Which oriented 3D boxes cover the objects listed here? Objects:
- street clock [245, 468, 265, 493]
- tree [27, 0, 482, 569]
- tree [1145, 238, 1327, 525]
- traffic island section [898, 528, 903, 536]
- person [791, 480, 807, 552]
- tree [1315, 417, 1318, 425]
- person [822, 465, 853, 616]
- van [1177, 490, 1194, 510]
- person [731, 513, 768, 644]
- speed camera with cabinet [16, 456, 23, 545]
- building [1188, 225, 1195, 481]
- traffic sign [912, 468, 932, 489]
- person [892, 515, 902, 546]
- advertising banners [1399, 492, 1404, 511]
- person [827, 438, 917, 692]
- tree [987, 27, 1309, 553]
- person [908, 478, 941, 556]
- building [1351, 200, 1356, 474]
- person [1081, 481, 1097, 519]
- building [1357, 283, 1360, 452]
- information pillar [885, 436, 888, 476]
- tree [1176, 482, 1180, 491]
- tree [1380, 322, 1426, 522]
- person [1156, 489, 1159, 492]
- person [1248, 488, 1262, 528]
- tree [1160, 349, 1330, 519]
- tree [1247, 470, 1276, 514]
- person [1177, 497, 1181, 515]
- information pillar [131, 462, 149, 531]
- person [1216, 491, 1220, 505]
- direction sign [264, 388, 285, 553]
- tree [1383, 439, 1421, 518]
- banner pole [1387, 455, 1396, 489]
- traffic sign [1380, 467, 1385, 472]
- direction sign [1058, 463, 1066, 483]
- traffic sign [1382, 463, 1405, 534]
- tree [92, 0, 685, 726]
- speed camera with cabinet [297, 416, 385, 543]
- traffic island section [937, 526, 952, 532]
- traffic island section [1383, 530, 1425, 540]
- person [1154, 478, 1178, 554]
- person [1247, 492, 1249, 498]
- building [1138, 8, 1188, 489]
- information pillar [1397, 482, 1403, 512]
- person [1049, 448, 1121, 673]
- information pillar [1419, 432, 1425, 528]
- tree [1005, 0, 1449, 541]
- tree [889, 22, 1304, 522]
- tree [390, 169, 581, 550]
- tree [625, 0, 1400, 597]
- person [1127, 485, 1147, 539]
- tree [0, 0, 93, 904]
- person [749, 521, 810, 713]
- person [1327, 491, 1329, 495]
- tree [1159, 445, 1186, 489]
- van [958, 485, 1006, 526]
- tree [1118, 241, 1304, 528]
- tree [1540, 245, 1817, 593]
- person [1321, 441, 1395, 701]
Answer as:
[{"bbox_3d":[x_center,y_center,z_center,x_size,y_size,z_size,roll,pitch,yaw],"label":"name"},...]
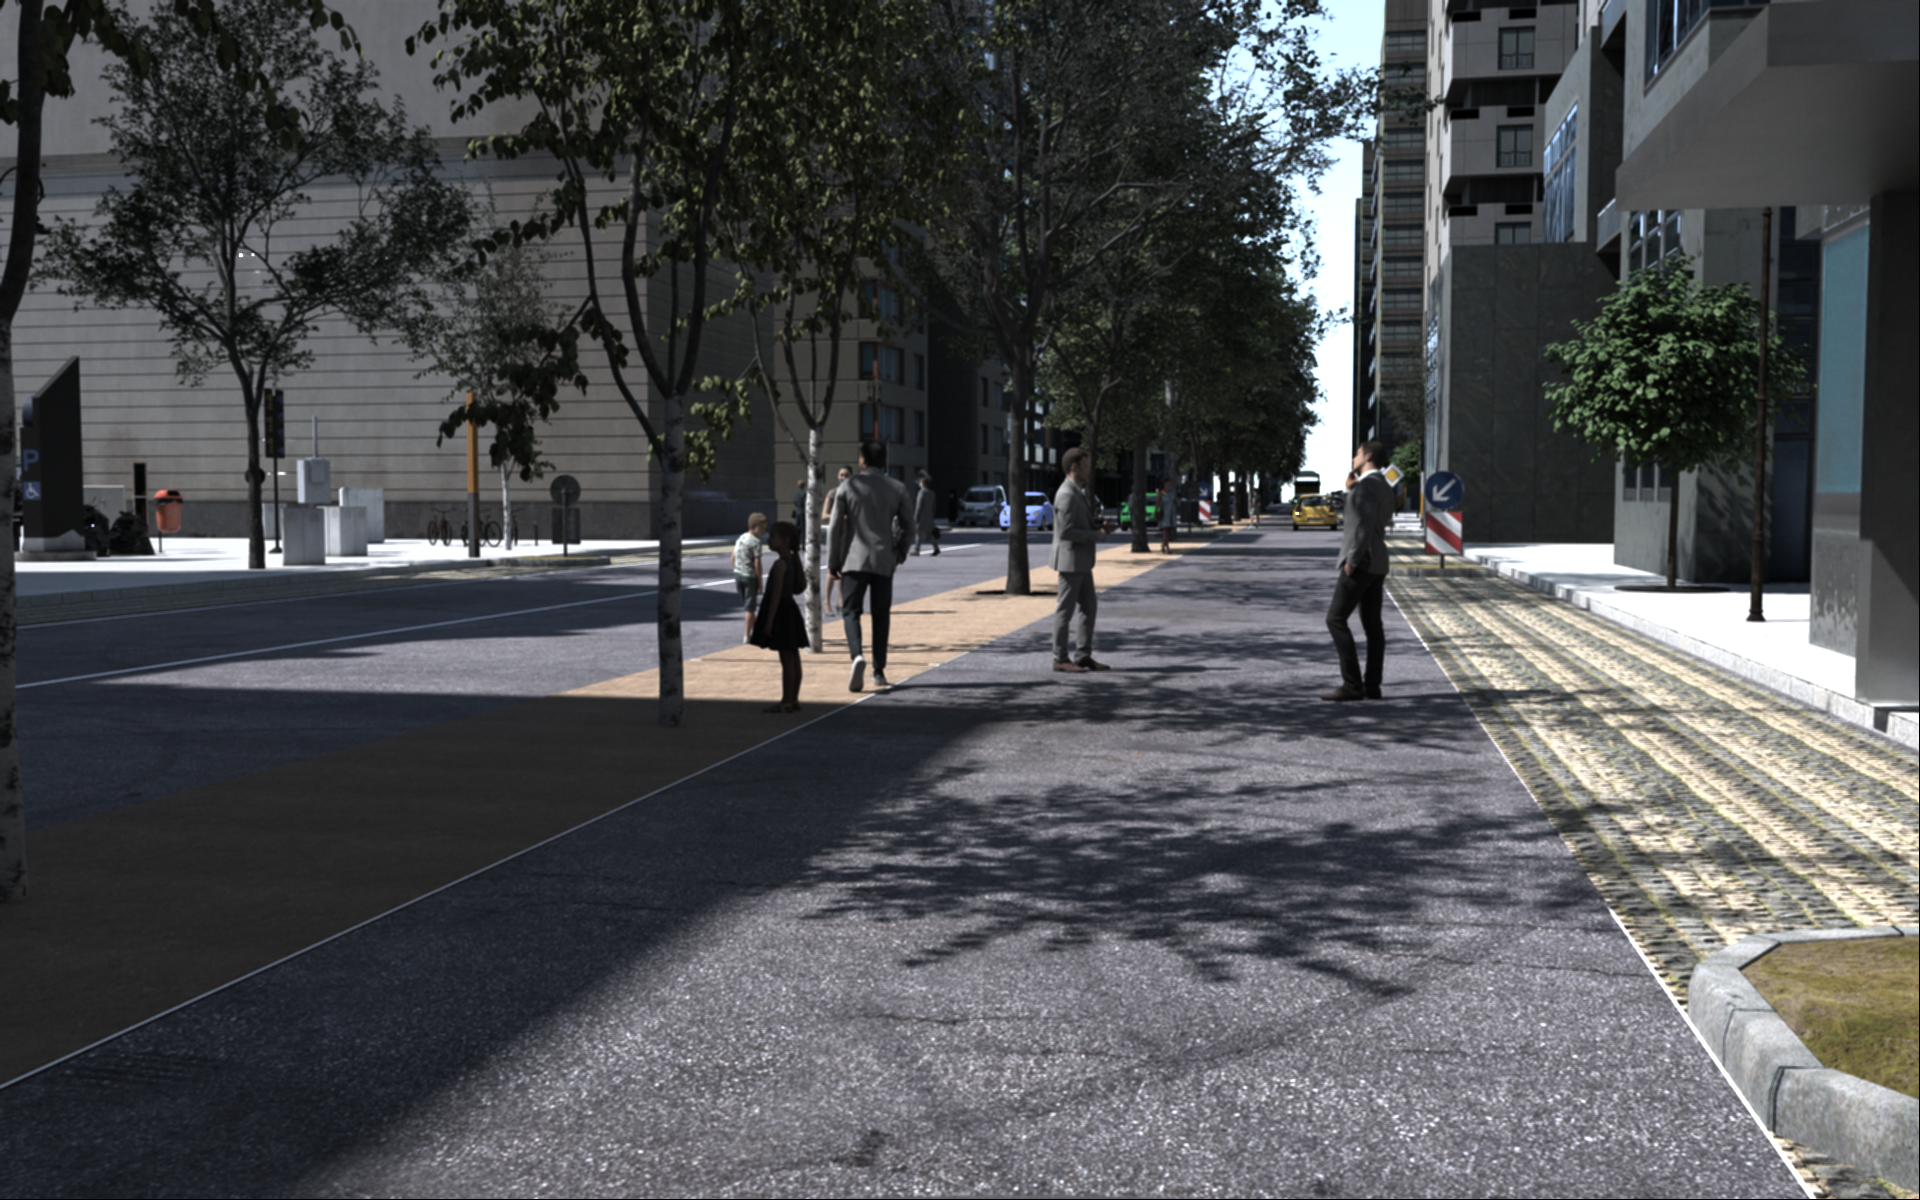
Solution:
[{"bbox_3d":[-19.101,-2.594,46.974,0.358,2.002,0.471,3,5,43],"label":"street clock"},{"bbox_3d":[-11.945,-5.826,29.669,8.767,10.594,7.601,1,4,11],"label":"tree"},{"bbox_3d":[12.227,-10.410,79.310,9.857,13.997,8.962,0,3,0],"label":"tree"},{"bbox_3d":[-3.102,-2.242,58.942,2.009,0.180,2.903,1,4,12],"label":"traffic island section"},{"bbox_3d":[-3.929,-2.075,42.850,0.576,1.772,0.534,1,4,22],"label":"person"},{"bbox_3d":[21.583,-11.529,125.374,8.767,10.594,7.601,1,4,12],"label":"tree"},{"bbox_3d":[-1.398,-0.714,20.518,0.599,1.781,0.374,-3,5,-42],"label":"person"},{"bbox_3d":[20.523,-9.277,158.692,2.013,2.044,4.112,1,4,11],"label":"van"},{"bbox_3d":[-2.022,-0.213,16.663,0.352,1.250,0.332,-1,4,-12],"label":"person"},{"bbox_3d":[-22.455,-2.901,41.763,2.038,3.252,0.660,2,4,28],"label":"speed camera with cabinet"},{"bbox_3d":[28.799,-37.443,262.300,14.600,45.320,14.200,1,4,12],"label":"building"},{"bbox_3d":[-1.459,-3.856,66.695,0.795,2.450,0.064,1,4,12],"label":"traffic sign"},{"bbox_3d":[-1.269,-1.160,32.155,0.352,1.250,0.332,-2,4,-31],"label":"person"},{"bbox_3d":[33.768,-8.364,132.935,0.090,3.025,2.074,0,4,-2],"label":"advertising banners"},{"bbox_3d":[-0.642,-0.266,12.691,0.661,1.843,0.795,0,4,-7],"label":"person"},{"bbox_3d":[4.413,-7.398,41.541,7.486,12.596,7.792,0,3,0],"label":"tree"},{"bbox_3d":[-0.825,-1.925,40.074,0.767,1.812,0.694,3,4,36],"label":"person"},{"bbox_3d":[61.461,-33.992,239.369,14.154,41.232,14.086,1,4,12],"label":"building"},{"bbox_3d":[3.362,-2.339,47.022,0.678,1.792,0.850,-1,4,-9],"label":"person"},{"bbox_3d":[58.974,-27.756,225.510,14.160,30.474,14.107,1,4,12],"label":"building"},{"bbox_3d":[-2.984,-4.820,70.163,0.183,3.616,0.504,0,4,4],"label":"information pillar"},{"bbox_3d":[27.500,-13.938,222.482,1.663,3.219,1.824,0,3,0],"label":"tree"},{"bbox_3d":[19.687,-7.434,71.909,4.360,8.622,3.978,0,3,0],"label":"tree"},{"bbox_3d":[12.760,-6.308,112.050,0.576,1.772,0.534,1,4,13],"label":"person"},{"bbox_3d":[12.377,-3.848,72.419,0.522,1.701,0.512,3,5,39],"label":"person"},{"bbox_3d":[16.400,-11.025,99.729,9.611,12.733,9.660,0,3,0],"label":"tree"},{"bbox_3d":[17.920,-9.415,106.762,4.360,8.622,3.978,0,3,0],"label":"tree"},{"bbox_3d":[14.972,-6.414,118.388,0.382,1.210,0.505,2,4,35],"label":"person"},{"bbox_3d":[-18.823,-2.158,39.773,0.304,2.012,0.304,-2,4,-29],"label":"information pillar"},{"bbox_3d":[32.563,-12.858,218.869,0.705,1.807,1.348,-1,4,-17],"label":"person"},{"bbox_3d":[-14.822,-2.783,37.507,0.379,3.537,0.876,0,4,3],"label":"direction sign"},{"bbox_3d":[24.438,-6.621,91.965,4.285,4.588,4.351,0,3,0],"label":"tree"},{"bbox_3d":[27.710,-7.423,111.375,0.401,3.779,0.863,-3,5,-43],"label":"banner pole"},{"bbox_3d":[15.425,-3.642,63.193,0.795,2.450,0.064,1,4,12],"label":"traffic sign"},{"bbox_3d":[7.674,-8.287,127.489,0.876,3.537,0.379,0,4,-7],"label":"direction sign"},{"bbox_3d":[13.806,-3.164,55.373,0.795,2.450,0.064,1,4,12],"label":"traffic sign"},{"bbox_3d":[-1.772,-3.538,10.663,4.737,8.622,4.395,0,3,0],"label":"tree"},{"bbox_3d":[-16.007,-3.085,44.776,2.038,3.252,0.660,-3,4,-39],"label":"speed camera with cabinet"},{"bbox_3d":[-1.483,-2.721,66.762,2.009,0.180,2.903,1,4,12],"label":"traffic island section"},{"bbox_3d":[13.831,-2.028,55.445,2.009,0.180,2.903,1,4,12],"label":"traffic island section"},{"bbox_3d":[4.884,-2.003,41.338,0.616,1.811,0.778,-1,4,-13],"label":"person"},{"bbox_3d":[41.782,-14.769,250.709,1.217,1.736,0.721,1,4,13],"label":"person"},{"bbox_3d":[20.929,-56.653,238.948,22.319,86.520,31.000,1,4,12],"label":"building"},{"bbox_3d":[30.826,-7.964,121.566,0.504,3.616,0.183,3,4,38],"label":"information pillar"},{"bbox_3d":[1.002,-0.320,13.930,0.583,1.804,0.606,0,4,6],"label":"person"},{"bbox_3d":[17.290,-4.484,64.672,0.183,3.616,0.504,1,4,22],"label":"information pillar"},{"bbox_3d":[7.417,-11.787,51.058,12.611,20.169,13.585,0,3,0],"label":"tree"},{"bbox_3d":[2.475,-5.954,34.212,8.767,10.594,7.601,1,4,12],"label":"tree"},{"bbox_3d":[-10.436,-5.434,39.203,4.360,8.622,3.978,0,3,0],"label":"tree"},{"bbox_3d":[0.823,-6.822,24.367,12.009,13.543,11.850,0,3,0],"label":"tree"},{"bbox_3d":[5.733,-2.822,55.313,0.598,1.740,0.731,3,5,41],"label":"person"},{"bbox_3d":[-3.355,-3.256,6.059,4.737,8.622,4.395,0,3,0],"label":"tree"},{"bbox_3d":[-1.180,0.114,11.310,0.373,1.253,0.362,1,4,14],"label":"person"},{"bbox_3d":[62.174,-17.427,293.063,1.348,1.869,0.705,-2,4,-25],"label":"person"},{"bbox_3d":[26.898,-16.255,216.138,4.737,8.622,4.395,0,3,0],"label":"tree"},{"bbox_3d":[1.018,-4.325,77.724,2.013,2.044,4.112,1,4,11],"label":"van"},{"bbox_3d":[9.344,-8.574,68.394,9.928,11.665,9.643,0,3,0],"label":"tree"},{"bbox_3d":[9.518,-2.396,22.894,4.285,4.588,4.351,0,3,0],"label":"tree"},{"bbox_3d":[2.789,-0.210,12.113,0.473,1.802,0.592,3,5,44],"label":"person"}]
